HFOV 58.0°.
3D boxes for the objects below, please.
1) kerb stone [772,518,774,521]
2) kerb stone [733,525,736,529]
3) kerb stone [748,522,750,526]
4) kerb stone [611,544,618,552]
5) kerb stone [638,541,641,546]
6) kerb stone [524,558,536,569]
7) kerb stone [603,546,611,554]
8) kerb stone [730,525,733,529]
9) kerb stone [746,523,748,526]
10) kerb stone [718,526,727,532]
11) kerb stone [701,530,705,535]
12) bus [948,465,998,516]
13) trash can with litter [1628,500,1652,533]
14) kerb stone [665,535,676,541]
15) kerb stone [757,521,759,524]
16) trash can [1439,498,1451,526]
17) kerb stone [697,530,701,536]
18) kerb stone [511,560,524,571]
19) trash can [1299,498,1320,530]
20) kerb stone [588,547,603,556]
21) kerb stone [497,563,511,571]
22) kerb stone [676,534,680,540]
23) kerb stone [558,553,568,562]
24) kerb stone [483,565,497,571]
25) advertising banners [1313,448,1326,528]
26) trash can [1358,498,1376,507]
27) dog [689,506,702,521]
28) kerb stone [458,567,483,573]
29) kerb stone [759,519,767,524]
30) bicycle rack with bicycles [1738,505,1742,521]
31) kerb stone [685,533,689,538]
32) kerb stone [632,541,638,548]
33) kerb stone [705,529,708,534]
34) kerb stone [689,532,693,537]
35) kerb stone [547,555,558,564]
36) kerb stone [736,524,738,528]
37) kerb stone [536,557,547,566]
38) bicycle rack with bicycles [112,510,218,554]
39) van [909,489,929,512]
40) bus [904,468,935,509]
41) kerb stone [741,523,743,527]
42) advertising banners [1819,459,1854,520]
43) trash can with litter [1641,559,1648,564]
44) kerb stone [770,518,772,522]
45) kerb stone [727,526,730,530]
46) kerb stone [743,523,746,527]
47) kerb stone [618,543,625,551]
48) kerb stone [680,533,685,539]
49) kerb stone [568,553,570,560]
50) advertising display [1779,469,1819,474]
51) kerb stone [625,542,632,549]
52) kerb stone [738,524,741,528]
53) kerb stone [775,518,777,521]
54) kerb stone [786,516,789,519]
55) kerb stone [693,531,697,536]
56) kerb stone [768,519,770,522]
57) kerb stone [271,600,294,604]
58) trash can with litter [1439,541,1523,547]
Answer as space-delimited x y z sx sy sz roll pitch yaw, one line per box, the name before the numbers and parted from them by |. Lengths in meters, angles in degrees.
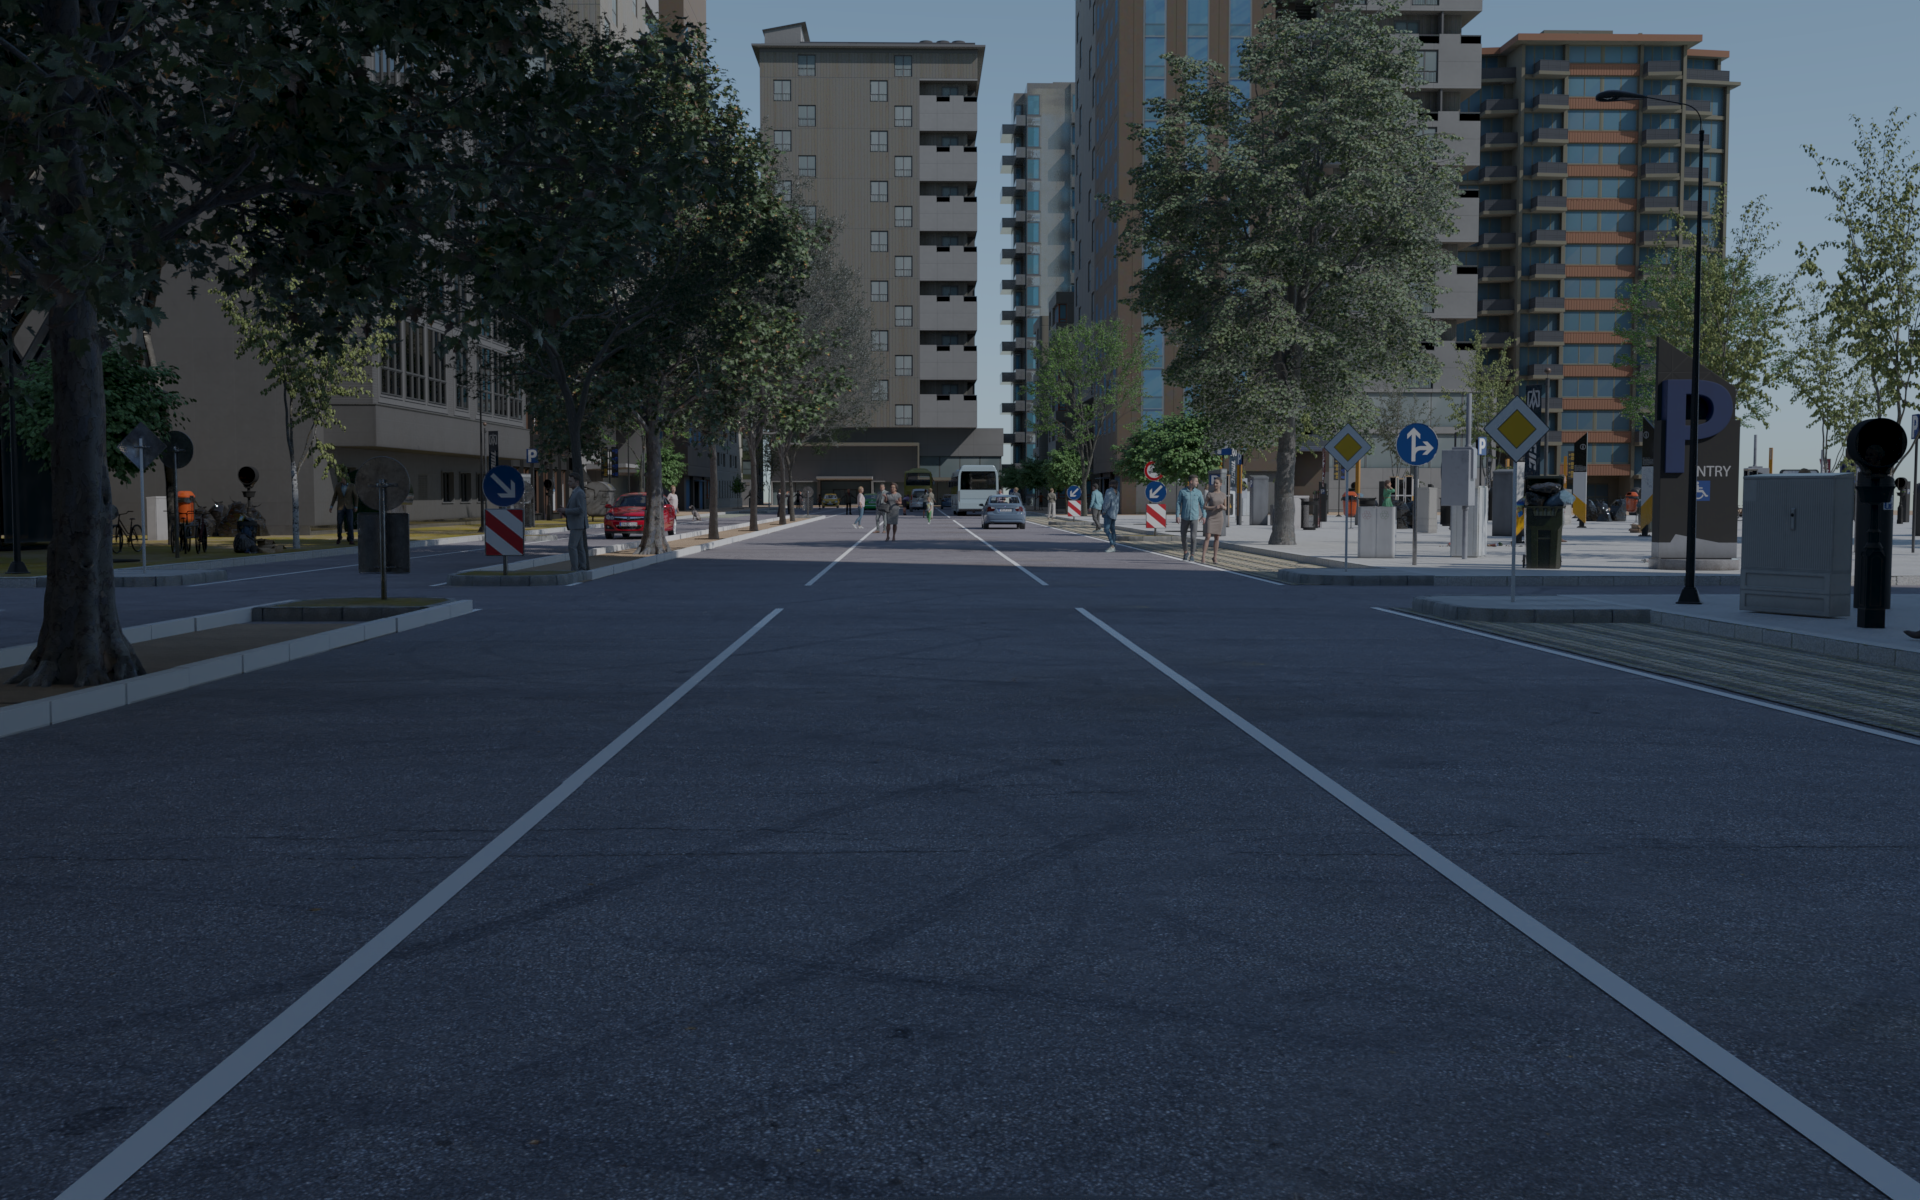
kerb stone | -9.780 -4.067 88.697 0.120 0.150 1.000 0 4 -1
kerb stone | -9.319 -2.934 70.237 0.120 0.150 1.000 0 4 -1
kerb stone | -9.473 -3.310 76.403 0.120 0.150 1.000 0 4 -1
kerb stone | -8.610 -1.244 42.544 0.120 0.150 1.000 0 4 -1
kerb stone | -8.714 -1.493 46.648 0.120 0.150 1.000 0 4 -1
kerb stone | -8.384 -0.679 33.323 0.120 0.150 1.000 0 4 -1
kerb stone | -8.579 -1.179 41.522 0.120 0.150 1.000 0 4 -1
kerb stone | -9.293 -2.875 69.198 0.120 0.150 1.000 0 4 -1
kerb stone | -9.436 -3.253 75.381 0.120 0.150 1.000 0 4 -1
kerb stone | -9.232 -2.750 67.152 0.120 0.150 1.000 0 4 -1
kerb stone | -9.048 -2.310 59.964 0.120 0.150 1.000 0 4 -1
bus | 0.876 -7.466 116.926 2.948 3.499 13.247 0 4 -2
trash can with litter | 22.601 -2.806 57.271 1.055 1.170 0.624 -3 5 -41
kerb stone | -8.863 -1.872 52.798 0.120 0.150 1.000 0 4 -1
kerb stone | -9.579 -3.562 80.506 0.120 0.150 1.000 0 4 -1
trash can | 19.509 -3.522 69.235 0.748 1.137 0.748 0 3 0
kerb stone | -9.027 -2.247 58.939 0.120 0.150 1.000 0 4 -1
kerb stone | -8.356 -0.606 32.302 0.120 0.150 1.000 0 4 -1
trash can | 12.453 -3.062 61.711 0.748 1.137 0.748 0 3 0
kerb stone | -8.558 -1.119 40.492 0.120 0.150 1.000 0 4 -1
kerb stone | -8.332 -0.555 31.269 0.120 0.150 1.000 0 4 -1
kerb stone | -8.895 -1.930 53.820 0.120 0.150 1.000 0 4 -1
kerb stone | -8.455 -0.868 36.391 0.120 0.150 1.000 0 4 -1
kerb stone | -8.304 -0.491 30.247 0.120 0.150 1.000 0 4 -1
advertising banners | 13.707 -4.276 66.106 0.090 3.025 2.074 0 4 0
trash can | 15.716 -3.377 66.871 0.748 1.137 0.748 0 3 0
dog | -14.110 -4.660 93.027 0.800 0.831 0.513 2 4 33
kerb stone | -8.283 -0.429 29.220 0.120 0.150 1.000 0 4 -1
kerb stone | -9.676 -3.817 84.598 0.120 0.150 1.000 0 4 -1
bicycle rack with bicycles | 36.744 -4.173 81.618 2.925 0.926 2.852 1 4 16
kerb stone | -8.949 -2.058 55.864 0.120 0.150 1.000 0 4 -1
kerb stone | -8.683 -1.433 45.626 0.120 0.150 1.000 0 4 -1
kerb stone | -9.084 -2.373 60.993 0.120 0.150 1.000 0 4 -1
kerb stone | -8.968 -2.122 56.889 0.120 0.150 1.000 0 4 -1
kerb stone | -8.424 -0.806 35.368 0.120 0.150 1.000 0 4 -1
kerb stone | -9.340 -3.002 71.270 0.120 0.150 1.000 0 4 -1
kerb stone | -8.399 -0.743 34.346 0.120 0.150 1.000 0 4 -1
bicycle rack with bicycles | -17.504 -1.500 37.912 2.852 0.926 2.925 -1 4 -10
van | -3.264 -8.170 140.597 2.013 2.044 4.112 0 4 -2
bus | -3.887 -10.559 164.179 2.896 3.916 12.252 0 4 -1
kerb stone | -9.388 -3.126 73.322 0.120 0.150 1.000 0 4 -1
advertising banners | 43.342 -5.440 85.133 2.074 3.025 0.090 1 4 21
trash can with litter | 13.193 -1.286 32.076 1.678 1.210 2.233 3 5 41
kerb stone | -9.766 -4.004 87.672 0.120 0.150 1.000 0 4 -1
kerb stone | -9.258 -2.812 68.174 0.120 0.150 1.000 0 4 -1
kerb stone | -9.419 -3.190 74.349 0.120 0.150 1.000 0 4 -1
kerb stone | -8.645 -1.308 43.581 0.120 0.150 1.000 0 4 -1
kerb stone | -8.924 -1.997 54.842 0.120 0.150 1.000 0 4 -1
kerb stone | -8.481 -0.930 37.422 0.120 0.150 1.000 0 4 -1
advertising display | 21.807 -2.437 45.056 0.974 1.923 0.123 0 4 2
kerb stone | -8.667 -1.371 44.603 0.120 0.150 1.000 0 4 -1
kerb stone | -9.369 -3.062 72.296 0.120 0.150 1.000 0 4 -1
kerb stone | -9.833 -4.193 90.744 0.120 0.150 1.000 0 4 -1
kerb stone | -10.110 -4.882 102.014 0.120 0.150 1.000 0 4 -1
kerb stone | -8.995 -2.184 57.911 0.120 0.150 1.000 0 4 -1
kerb stone | -9.737 -3.942 86.650 0.120 0.150 1.000 0 4 -1
kerb stone | -8.051 0.103 20.513 0.120 0.150 1.000 0 4 -1
trash can with litter | 12.875 -1.917 42.398 2.233 1.210 1.678 1 4 13
